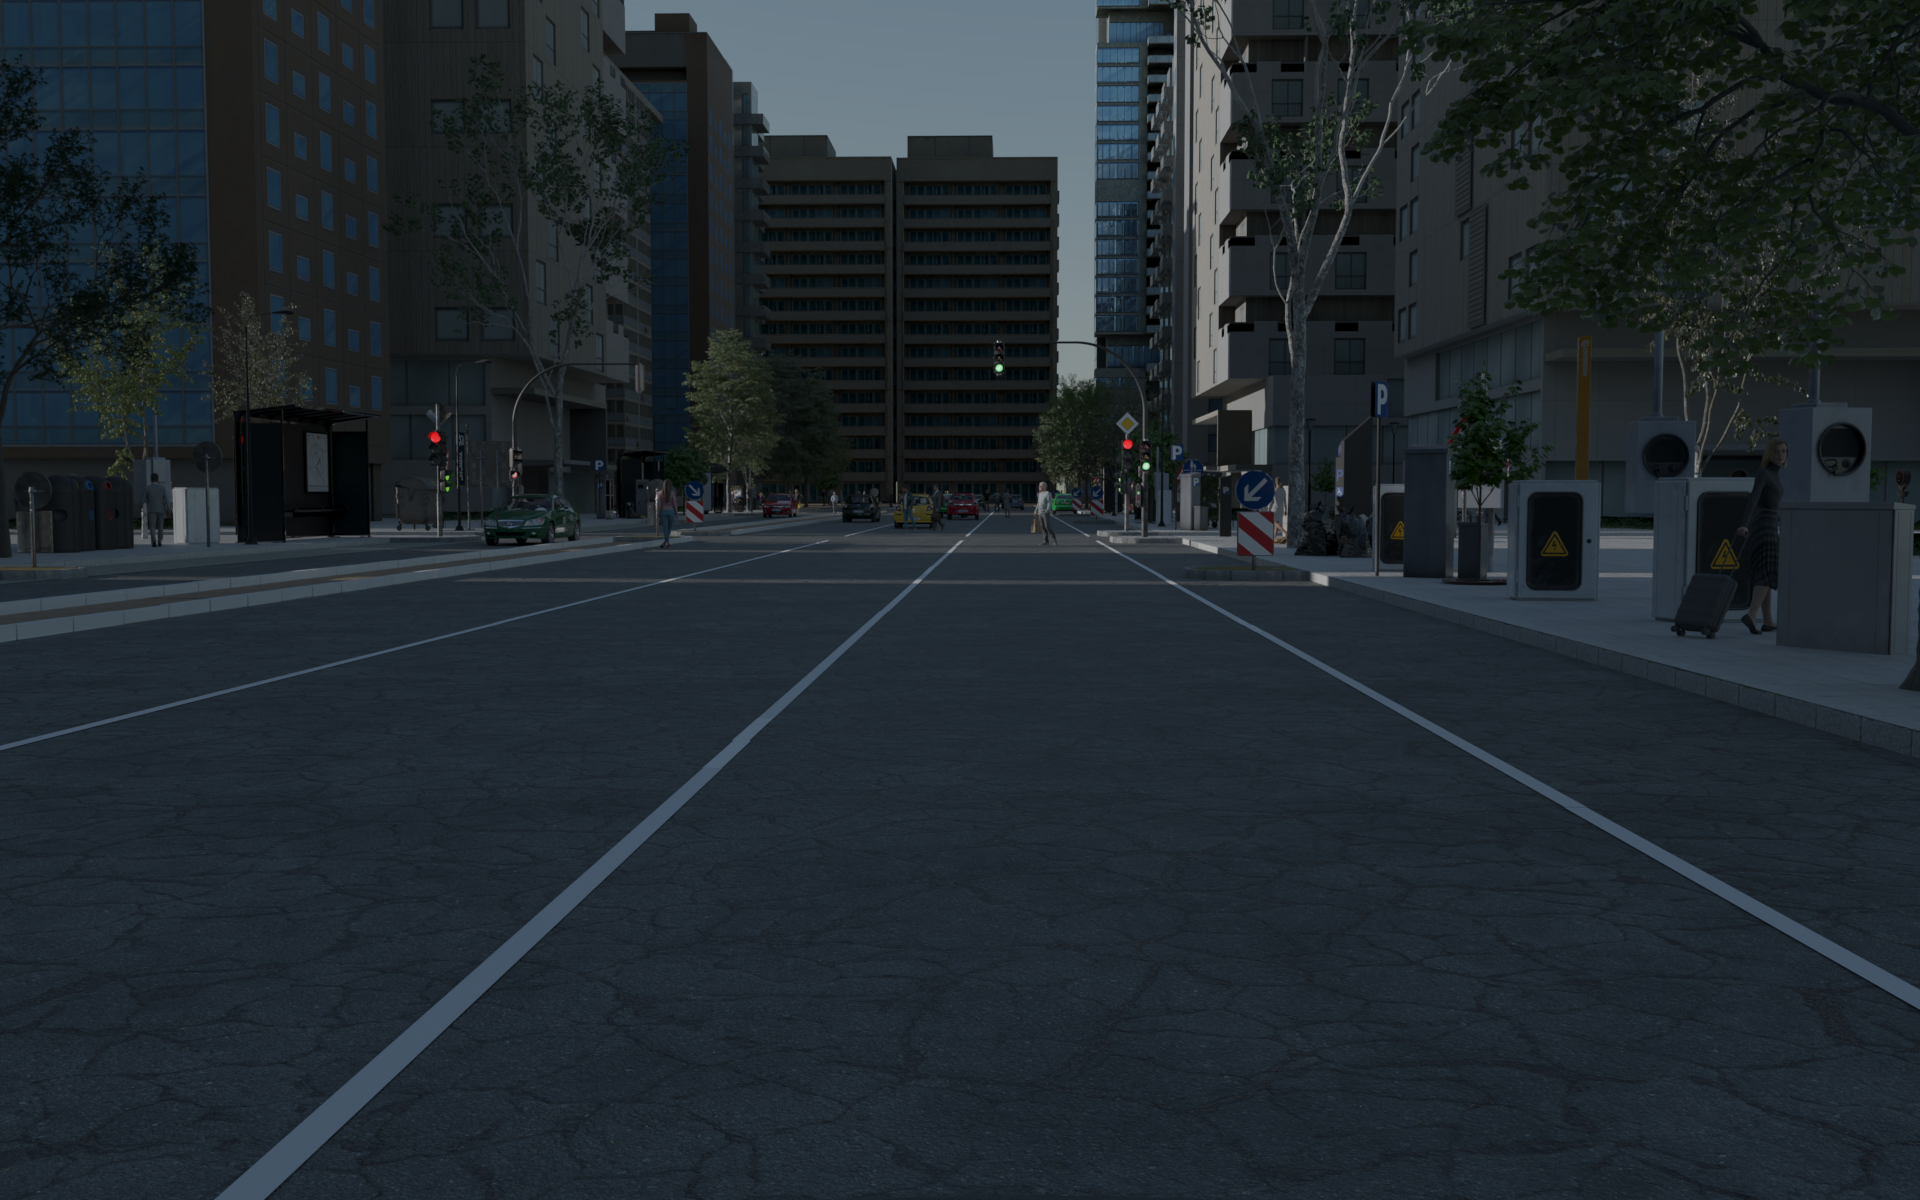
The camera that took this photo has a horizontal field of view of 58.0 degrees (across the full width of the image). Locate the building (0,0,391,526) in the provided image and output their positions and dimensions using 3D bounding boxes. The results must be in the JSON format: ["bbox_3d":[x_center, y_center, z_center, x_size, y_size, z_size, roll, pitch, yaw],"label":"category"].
[{"bbox_3d":[-34.143,-25.941,74.244,14.600,45.320,14.200,0,4,2],"label":"building"}]

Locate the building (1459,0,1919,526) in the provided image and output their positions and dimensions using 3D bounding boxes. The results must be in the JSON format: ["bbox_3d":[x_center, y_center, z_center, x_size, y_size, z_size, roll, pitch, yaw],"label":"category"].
[{"bbox_3d":[36.110,-29.974,79.309,27.495,52.752,28.713,0,4,2],"label":"building"}]

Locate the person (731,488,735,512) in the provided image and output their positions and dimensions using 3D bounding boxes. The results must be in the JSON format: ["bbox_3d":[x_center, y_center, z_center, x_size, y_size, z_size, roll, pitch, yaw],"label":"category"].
[{"bbox_3d":[-16.481,-7.247,125.210,0.731,1.740,0.598,2,4,30],"label":"person"}]

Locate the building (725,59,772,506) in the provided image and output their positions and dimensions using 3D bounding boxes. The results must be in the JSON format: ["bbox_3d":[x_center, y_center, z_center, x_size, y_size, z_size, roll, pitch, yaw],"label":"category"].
[{"bbox_3d":[-36.805,-34.996,191.789,30.456,49.044,23.786,0,4,2],"label":"building"}]

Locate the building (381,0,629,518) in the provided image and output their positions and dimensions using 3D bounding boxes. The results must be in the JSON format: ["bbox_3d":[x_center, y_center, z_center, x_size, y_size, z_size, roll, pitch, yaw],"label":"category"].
[{"bbox_3d":[-35.683,-31.463,103.655,28.713,52.752,27.495,0,4,2],"label":"building"}]

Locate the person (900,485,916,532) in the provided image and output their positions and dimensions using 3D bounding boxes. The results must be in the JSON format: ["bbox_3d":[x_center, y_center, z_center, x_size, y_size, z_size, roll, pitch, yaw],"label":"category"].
[{"bbox_3d":[-1.997,-3.489,65.886,0.623,1.781,0.721,2,4,26],"label":"person"}]

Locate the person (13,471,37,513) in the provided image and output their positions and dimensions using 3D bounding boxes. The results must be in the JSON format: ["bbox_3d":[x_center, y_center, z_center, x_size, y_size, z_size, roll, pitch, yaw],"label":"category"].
[{"bbox_3d":[-21.796,-2.107,40.587,0.694,1.812,0.767,0,4,6],"label":"person"}]

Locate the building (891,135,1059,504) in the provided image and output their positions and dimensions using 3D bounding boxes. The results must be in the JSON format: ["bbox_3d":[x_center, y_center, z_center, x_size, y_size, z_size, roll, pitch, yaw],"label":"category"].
[{"bbox_3d":[2.534,-37.508,236.956,21.600,48.544,21.300,0,4,2],"label":"building"}]

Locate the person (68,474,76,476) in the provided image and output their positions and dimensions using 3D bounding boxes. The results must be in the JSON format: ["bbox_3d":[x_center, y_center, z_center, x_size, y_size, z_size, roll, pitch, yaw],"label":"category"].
[{"bbox_3d":[-22.568,-2.326,44.246,0.590,1.801,0.661,-2,4,-28],"label":"person"}]

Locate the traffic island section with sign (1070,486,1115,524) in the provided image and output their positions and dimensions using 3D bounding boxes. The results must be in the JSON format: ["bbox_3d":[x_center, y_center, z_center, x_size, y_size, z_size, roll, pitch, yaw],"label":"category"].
[{"bbox_3d":[6.519,-4.631,84.353,1.989,1.847,2.006,0,4,2],"label":"traffic island section with sign"}]

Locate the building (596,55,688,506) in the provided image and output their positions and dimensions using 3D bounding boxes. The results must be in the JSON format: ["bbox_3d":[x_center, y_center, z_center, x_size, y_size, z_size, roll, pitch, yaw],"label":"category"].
[{"bbox_3d":[-39.747,-27.877,147.666,32.217,40.220,23.993,0,4,2],"label":"building"}]

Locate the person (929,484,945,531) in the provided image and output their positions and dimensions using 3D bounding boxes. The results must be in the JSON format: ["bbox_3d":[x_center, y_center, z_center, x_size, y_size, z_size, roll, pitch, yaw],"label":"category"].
[{"bbox_3d":[-0.880,-3.623,67.693,0.822,1.834,0.622,-2,4,-31],"label":"person"}]

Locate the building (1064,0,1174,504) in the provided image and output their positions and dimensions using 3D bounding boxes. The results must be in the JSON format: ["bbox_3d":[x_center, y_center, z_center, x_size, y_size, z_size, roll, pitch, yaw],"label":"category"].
[{"bbox_3d":[29.868,-56.383,234.528,31.000,86.520,22.319,0,4,2],"label":"building"}]

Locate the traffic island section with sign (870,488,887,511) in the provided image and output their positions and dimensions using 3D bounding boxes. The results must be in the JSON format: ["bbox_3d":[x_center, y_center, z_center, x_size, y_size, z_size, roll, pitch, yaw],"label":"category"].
[{"bbox_3d":[-6.729,-7.750,134.844,2.006,1.907,1.989,0,4,2],"label":"traffic island section with sign"}]

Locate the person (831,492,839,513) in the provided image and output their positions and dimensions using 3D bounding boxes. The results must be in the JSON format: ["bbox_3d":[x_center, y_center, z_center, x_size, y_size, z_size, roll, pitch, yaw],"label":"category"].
[{"bbox_3d":[-9.505,-7.416,131.555,0.589,1.601,0.330,0,4,4],"label":"person"}]

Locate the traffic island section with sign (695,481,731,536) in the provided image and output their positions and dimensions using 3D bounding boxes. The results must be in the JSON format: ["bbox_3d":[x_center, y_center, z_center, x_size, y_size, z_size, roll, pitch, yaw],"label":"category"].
[{"bbox_3d":[-9.031,-3.156,59.740,2.006,1.907,1.989,0,4,2],"label":"traffic island section with sign"}]

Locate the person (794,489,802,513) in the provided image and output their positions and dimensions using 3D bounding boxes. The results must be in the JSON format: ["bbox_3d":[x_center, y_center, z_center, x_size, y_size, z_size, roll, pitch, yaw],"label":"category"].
[{"bbox_3d":[-12.234,-7.338,128.701,0.699,1.804,1.509,-1,4,-22],"label":"person"}]

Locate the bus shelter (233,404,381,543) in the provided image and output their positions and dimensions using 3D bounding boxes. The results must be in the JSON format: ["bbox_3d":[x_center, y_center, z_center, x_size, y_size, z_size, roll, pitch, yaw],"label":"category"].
[{"bbox_3d":[-18.142,-3.496,48.444,1.731,3.624,6.357,0,4,2],"label":"bus shelter"}]

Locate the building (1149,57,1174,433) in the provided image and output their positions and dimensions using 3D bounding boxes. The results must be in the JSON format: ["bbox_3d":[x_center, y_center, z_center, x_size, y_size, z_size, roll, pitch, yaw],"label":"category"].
[{"bbox_3d":[32.216,-34.654,186.208,23.786,49.044,30.456,0,4,2],"label":"building"}]

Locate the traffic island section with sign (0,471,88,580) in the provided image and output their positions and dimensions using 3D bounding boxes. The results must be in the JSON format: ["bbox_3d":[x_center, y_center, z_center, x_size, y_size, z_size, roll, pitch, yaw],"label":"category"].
[{"bbox_3d":[-16.081,-1.275,29.478,1.989,1.847,2.006,0,4,2],"label":"traffic island section with sign"}]

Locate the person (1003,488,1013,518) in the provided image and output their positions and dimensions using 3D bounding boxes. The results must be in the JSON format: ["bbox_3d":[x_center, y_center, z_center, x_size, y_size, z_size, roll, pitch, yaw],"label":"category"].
[{"bbox_3d":[2.960,-5.852,104.532,0.716,1.782,0.532,3,5,41],"label":"person"}]

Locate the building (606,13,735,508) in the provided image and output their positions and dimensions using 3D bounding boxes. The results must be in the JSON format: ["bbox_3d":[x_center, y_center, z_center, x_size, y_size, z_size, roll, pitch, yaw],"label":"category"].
[{"bbox_3d":[-29.734,-31.570,166.273,14.600,45.320,14.200,0,4,2],"label":"building"}]

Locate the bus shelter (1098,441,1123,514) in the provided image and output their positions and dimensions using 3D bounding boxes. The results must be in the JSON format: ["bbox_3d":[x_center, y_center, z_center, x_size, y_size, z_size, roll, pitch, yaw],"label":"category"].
[{"bbox_3d":[10.290,-8.430,115.466,2.179,5.291,8.768,0,4,2],"label":"bus shelter"}]

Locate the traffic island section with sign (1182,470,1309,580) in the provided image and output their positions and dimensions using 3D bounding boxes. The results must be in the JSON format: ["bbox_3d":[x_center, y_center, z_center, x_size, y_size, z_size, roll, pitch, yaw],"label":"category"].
[{"bbox_3d":[4.846,-1.288,29.695,1.989,1.847,2.006,0,4,2],"label":"traffic island section with sign"}]

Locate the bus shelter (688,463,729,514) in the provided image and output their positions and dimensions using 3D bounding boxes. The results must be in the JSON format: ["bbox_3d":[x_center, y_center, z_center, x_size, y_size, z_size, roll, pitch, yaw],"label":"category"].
[{"bbox_3d":[-16.295,-7.188,111.441,2.014,3.302,5.546,0,4,2],"label":"bus shelter"}]

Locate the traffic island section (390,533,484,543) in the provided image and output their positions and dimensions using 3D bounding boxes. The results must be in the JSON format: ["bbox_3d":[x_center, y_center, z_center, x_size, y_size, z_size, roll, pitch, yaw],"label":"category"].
[{"bbox_3d":[-15.715,-1.836,52.300,2.009,0.180,2.903,0,4,2],"label":"traffic island section"}]

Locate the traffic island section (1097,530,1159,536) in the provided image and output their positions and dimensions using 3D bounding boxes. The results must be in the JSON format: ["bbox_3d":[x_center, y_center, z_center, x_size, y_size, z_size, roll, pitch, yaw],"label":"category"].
[{"bbox_3d":[5.762,-2.284,59.626,2.009,0.180,2.903,0,4,2],"label":"traffic island section"}]

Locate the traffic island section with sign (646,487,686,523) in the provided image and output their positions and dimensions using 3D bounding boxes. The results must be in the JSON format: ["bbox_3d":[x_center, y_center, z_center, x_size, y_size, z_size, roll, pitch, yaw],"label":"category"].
[{"bbox_3d":[-14.359,-4.708,85.605,1.989,1.847,2.006,0,4,2],"label":"traffic island section with sign"}]

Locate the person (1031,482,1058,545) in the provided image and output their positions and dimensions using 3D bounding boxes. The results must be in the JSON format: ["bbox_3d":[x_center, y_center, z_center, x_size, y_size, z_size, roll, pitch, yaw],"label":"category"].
[{"bbox_3d":[2.348,-2.413,48.446,0.515,1.767,0.782,-2,4,-34],"label":"person"}]

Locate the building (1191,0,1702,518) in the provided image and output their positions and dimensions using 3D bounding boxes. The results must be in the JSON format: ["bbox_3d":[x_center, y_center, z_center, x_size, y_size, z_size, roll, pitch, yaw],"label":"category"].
[{"bbox_3d":[30.868,-32.426,119.410,28.713,52.752,27.495,0,4,2],"label":"building"}]

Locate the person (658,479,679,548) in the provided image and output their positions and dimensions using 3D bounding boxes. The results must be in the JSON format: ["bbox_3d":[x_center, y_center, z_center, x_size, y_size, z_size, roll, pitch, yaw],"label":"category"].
[{"bbox_3d":[-7.724,-2.284,45.851,0.555,1.821,0.388,-1,4,-18],"label":"person"}]

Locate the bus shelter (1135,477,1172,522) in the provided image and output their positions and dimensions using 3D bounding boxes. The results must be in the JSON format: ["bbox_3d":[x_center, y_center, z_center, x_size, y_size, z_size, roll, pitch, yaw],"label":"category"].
[{"bbox_3d":[9.021,-5.561,82.206,1.731,3.624,6.357,0,4,2],"label":"bus shelter"}]

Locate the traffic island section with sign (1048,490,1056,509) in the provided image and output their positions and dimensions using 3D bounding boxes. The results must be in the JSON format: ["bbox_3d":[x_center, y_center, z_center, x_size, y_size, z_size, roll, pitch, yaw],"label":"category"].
[{"bbox_3d":[9.732,-10.988,188.275,1.989,1.847,2.006,0,4,2],"label":"traffic island section with sign"}]

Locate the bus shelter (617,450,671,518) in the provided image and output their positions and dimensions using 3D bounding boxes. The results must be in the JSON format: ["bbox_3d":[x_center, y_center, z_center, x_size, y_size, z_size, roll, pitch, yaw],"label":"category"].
[{"bbox_3d":[-17.390,-6.370,95.435,1.731,3.624,6.357,0,4,2],"label":"bus shelter"}]

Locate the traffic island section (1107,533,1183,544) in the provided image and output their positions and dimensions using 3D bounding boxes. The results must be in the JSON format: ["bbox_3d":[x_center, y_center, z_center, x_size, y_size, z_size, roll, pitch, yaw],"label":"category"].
[{"bbox_3d":[5.516,-1.796,51.645,2.009,0.180,2.903,0,4,2],"label":"traffic island section"}]

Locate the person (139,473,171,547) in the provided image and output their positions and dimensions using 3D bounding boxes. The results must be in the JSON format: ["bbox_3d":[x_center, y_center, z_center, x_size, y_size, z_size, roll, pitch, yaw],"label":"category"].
[{"bbox_3d":[-19.496,-2.180,41.956,0.678,1.792,0.850,-2,4,-28],"label":"person"}]

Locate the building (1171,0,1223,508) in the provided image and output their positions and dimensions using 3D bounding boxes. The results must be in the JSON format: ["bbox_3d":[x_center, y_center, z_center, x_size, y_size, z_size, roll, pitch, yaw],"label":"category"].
[{"bbox_3d":[29.734,-37.536,155.719,21.231,58.520,28.212,0,4,2],"label":"building"}]

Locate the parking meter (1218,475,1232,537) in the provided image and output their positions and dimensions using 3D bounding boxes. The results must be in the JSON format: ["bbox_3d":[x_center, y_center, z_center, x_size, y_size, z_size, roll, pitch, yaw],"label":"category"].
[{"bbox_3d":[7.965,-2.839,52.125,0.399,1.863,0.255,0,4,1],"label":"parking meter"}]

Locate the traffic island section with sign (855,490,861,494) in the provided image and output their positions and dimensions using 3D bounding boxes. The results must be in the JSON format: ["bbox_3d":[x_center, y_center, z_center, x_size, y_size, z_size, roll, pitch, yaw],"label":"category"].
[{"bbox_3d":[-11.154,-11.079,189.768,1.989,1.847,2.006,0,4,2],"label":"traffic island section with sign"}]

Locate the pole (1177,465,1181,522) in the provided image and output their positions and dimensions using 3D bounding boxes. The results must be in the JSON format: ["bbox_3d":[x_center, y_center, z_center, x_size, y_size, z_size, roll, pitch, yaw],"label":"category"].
[{"bbox_3d":[10.181,-5.307,80.613,0.158,3.312,0.155,0,3,0],"label":"pole"}]

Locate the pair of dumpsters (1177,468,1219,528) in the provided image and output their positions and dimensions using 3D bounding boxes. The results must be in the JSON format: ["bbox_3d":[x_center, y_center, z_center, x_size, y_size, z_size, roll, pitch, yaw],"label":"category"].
[{"bbox_3d":[9.171,-3.854,65.514,1.574,2.255,4.437,0,4,2],"label":"pair of dumpsters"}]

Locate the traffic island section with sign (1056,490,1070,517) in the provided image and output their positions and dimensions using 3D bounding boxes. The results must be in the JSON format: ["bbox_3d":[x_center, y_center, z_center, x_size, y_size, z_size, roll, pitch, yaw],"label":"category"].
[{"bbox_3d":[7.361,-6.279,111.295,1.989,1.847,2.006,0,4,2],"label":"traffic island section with sign"}]

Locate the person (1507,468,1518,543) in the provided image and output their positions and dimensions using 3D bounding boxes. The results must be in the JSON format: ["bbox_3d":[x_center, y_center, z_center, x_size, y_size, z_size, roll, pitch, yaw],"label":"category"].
[{"bbox_3d":[10.341,-1.499,30.771,1.509,1.804,0.699,-1,4,-17],"label":"person"}]

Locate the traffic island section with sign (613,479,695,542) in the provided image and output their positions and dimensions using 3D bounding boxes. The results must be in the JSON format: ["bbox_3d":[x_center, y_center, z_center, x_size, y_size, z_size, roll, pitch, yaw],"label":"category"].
[{"bbox_3d":[-9.268,-2.703,52.337,2.006,1.907,1.989,0,4,2],"label":"traffic island section with sign"}]

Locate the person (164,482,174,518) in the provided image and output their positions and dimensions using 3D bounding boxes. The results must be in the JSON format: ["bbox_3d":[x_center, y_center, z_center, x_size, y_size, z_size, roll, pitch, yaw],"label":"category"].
[{"bbox_3d":[-29.268,-3.524,64.144,0.782,1.767,0.515,1,4,14],"label":"person"}]

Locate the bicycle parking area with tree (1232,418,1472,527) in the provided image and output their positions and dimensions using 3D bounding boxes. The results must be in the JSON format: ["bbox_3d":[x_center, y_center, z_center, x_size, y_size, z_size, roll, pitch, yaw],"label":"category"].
[{"bbox_3d":[15.377,-4.916,67.384,8.231,4.147,9.016,-2,4,-26],"label":"bicycle parking area with tree"}]

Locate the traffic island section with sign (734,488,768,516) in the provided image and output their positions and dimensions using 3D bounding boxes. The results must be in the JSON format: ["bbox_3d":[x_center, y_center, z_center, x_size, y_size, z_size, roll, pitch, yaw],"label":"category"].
[{"bbox_3d":[-13.530,-6.356,112.547,1.989,1.847,2.006,0,4,2],"label":"traffic island section with sign"}]

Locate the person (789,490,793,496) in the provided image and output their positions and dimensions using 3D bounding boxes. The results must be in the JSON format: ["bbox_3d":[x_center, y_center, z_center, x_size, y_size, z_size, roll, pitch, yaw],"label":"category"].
[{"bbox_3d":[-11.526,-6.621,117.761,0.512,1.701,0.522,3,5,40],"label":"person"}]

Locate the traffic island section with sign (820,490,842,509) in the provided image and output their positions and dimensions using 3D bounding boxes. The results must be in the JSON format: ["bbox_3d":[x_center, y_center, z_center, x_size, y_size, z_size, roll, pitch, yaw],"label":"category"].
[{"bbox_3d":[-12.018,-9.380,161.983,1.989,1.847,2.006,0,4,2],"label":"traffic island section with sign"}]

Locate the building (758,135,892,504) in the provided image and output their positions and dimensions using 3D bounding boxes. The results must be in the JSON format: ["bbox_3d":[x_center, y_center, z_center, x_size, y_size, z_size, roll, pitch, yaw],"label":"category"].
[{"bbox_3d":[-19.084,-37.494,236.726,21.600,48.544,21.300,0,4,2],"label":"building"}]

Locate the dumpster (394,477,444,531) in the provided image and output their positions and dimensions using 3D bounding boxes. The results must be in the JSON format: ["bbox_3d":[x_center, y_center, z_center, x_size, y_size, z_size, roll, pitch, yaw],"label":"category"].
[{"bbox_3d":[-19.016,-3.375,60.933,1.264,1.857,1.865,0,4,2],"label":"dumpster"}]
